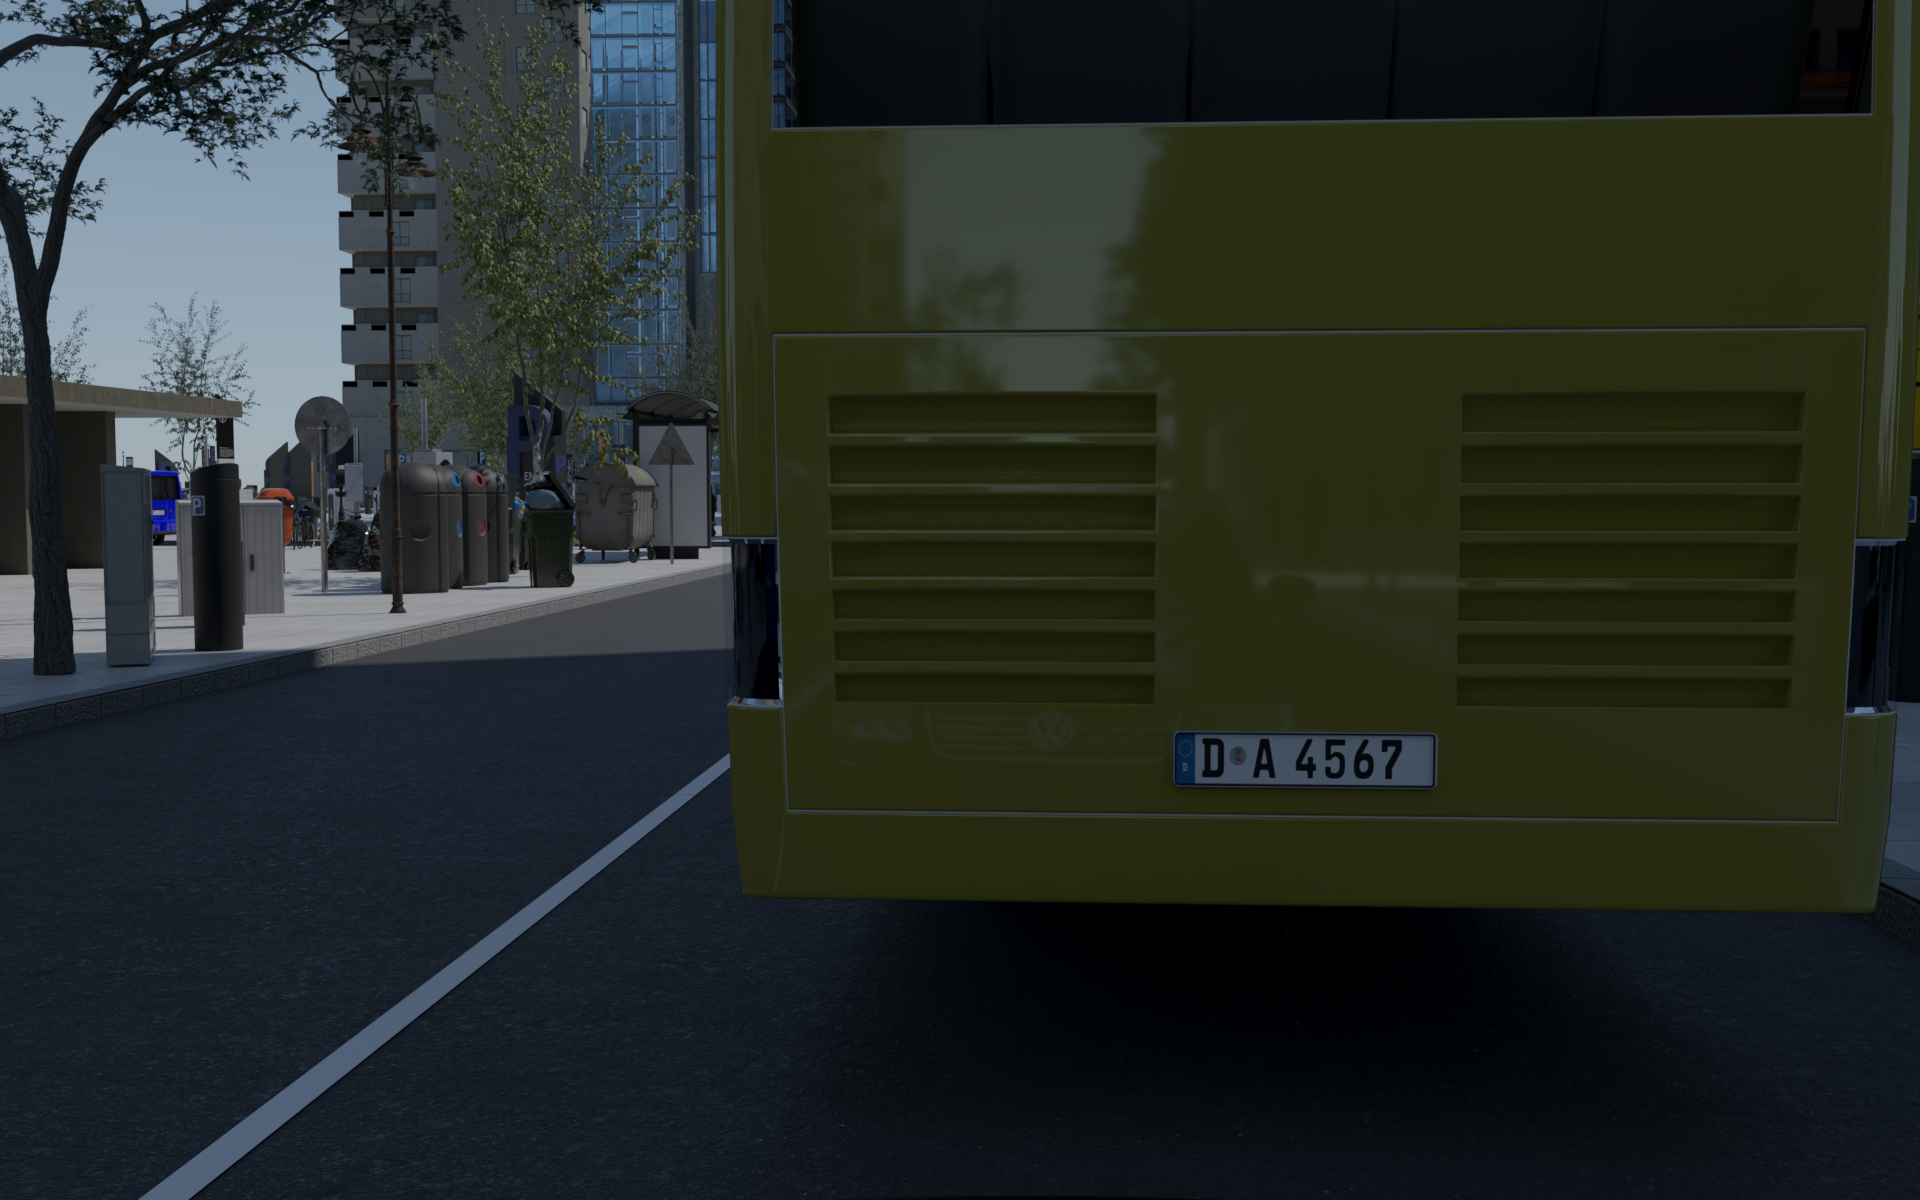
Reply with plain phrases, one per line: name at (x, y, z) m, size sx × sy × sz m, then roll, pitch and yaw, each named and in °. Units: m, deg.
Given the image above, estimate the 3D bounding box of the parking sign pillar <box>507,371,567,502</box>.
parking sign pillar at (-9.229, -3.015, 37.763) m, size 1.447 × 3.967 × 1.447 m, roll 2°, pitch 4°, yaw 25°

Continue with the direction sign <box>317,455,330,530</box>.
direction sign at (-22.204, -4.185, 60.428) m, size 0.876 × 3.537 × 0.379 m, roll 3°, pitch 5°, yaw 43°

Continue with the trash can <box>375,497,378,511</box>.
trash can at (-24.503, -3.792, 73.652) m, size 0.748 × 1.137 × 0.748 m, roll 0°, pitch 3°, yaw 0°

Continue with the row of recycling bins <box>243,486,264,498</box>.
row of recycling bins at (-38.693, -5.264, 93.176) m, size 3.534 × 1.692 × 1.069 m, roll -1°, pitch 4°, yaw -15°

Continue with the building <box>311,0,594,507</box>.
building at (-48.057, -36.060, 178.819) m, size 27.495 × 52.752 × 28.713 m, roll 0°, pitch 4°, yaw 4°

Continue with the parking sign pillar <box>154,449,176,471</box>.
parking sign pillar at (-47.911, -7.106, 104.652) m, size 1.447 × 3.967 × 1.447 m, roll 2°, pitch 4°, yaw 31°

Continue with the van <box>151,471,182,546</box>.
van at (-23.308, -2.517, 45.536) m, size 5.245 × 2.365 × 2.240 m, roll 0°, pitch 4°, yaw 3°

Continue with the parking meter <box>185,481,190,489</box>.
parking meter at (-35.048, -4.474, 78.863) m, size 0.255 × 1.863 × 0.399 m, roll 3°, pitch 5°, yaw 44°

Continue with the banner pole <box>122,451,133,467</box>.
banner pole at (-48.899, -6.834, 101.745) m, size 0.401 × 3.779 × 0.863 m, roll 2°, pitch 4°, yaw 31°

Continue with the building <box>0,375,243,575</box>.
building at (-28.456, -22.428, 21.330) m, size 28.867 × 44.769 × 22.147 m, roll 0°, pitch 4°, yaw 4°

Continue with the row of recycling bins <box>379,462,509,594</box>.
row of recycling bins at (-7.102, -1.025, 23.878) m, size 1.069 × 1.692 × 3.534 m, roll 0°, pitch 4°, yaw 2°

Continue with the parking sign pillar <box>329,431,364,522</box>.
parking sign pillar at (-26.091, -5.197, 73.440) m, size 1.447 × 3.967 × 1.447 m, roll 2°, pitch 4°, yaw 27°

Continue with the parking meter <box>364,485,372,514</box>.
parking meter at (-37.282, -6.323, 109.095) m, size 0.399 × 1.863 × 0.255 m, roll 2°, pitch 4°, yaw 32°

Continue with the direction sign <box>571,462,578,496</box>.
direction sign at (-27.514, -7.990, 122.633) m, size 0.876 × 3.537 × 0.379 m, roll -1°, pitch 4°, yaw -17°

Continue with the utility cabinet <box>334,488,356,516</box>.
utility cabinet at (-23.881, -3.592, 67.415) m, size 0.318 × 1.500 × 1.173 m, roll 1°, pitch 4°, yaw 13°

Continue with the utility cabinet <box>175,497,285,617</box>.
utility cabinet at (-7.757, -0.444, 18.423) m, size 1.020 × 1.237 × 0.306 m, roll -2°, pitch 4°, yaw -31°

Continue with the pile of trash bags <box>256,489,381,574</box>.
pile of trash bags at (-10.083, -1.183, 29.094) m, size 3.447 × 1.369 × 1.912 m, roll -3°, pitch 5°, yaw -44°

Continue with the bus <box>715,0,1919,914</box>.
bus at (1.099, -1.108, 9.670) m, size 2.896 × 3.916 × 12.252 m, roll 0°, pitch 4°, yaw 4°

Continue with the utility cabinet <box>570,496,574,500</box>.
utility cabinet at (-15.462, -3.458, 67.694) m, size 0.306 × 1.237 × 1.020 m, roll 1°, pitch 4°, yaw 14°

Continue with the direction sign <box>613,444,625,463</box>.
direction sign at (-15.540, -5.323, 79.030) m, size 0.876 × 3.537 × 0.379 m, roll 3°, pitch 5°, yaw 43°

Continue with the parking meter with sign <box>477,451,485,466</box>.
parking meter with sign at (-18.600, -4.521, 70.180) m, size 1.738 × 3.016 × 0.543 m, roll 1°, pitch 4°, yaw 10°

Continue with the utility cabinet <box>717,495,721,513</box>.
utility cabinet at (-16.096, -6.421, 116.142) m, size 0.306 × 1.237 × 1.020 m, roll -1°, pitch 4°, yaw -14°

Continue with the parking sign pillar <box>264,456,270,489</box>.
parking sign pillar at (-34.995, -6.129, 88.681) m, size 1.447 × 3.967 × 1.447 m, roll 2°, pitch 4°, yaw 24°

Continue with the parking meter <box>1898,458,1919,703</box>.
parking meter at (5.940, -0.143, 10.746) m, size 0.372 × 1.533 × 0.369 m, roll 0°, pitch 3°, yaw 0°

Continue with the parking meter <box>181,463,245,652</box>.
parking meter at (-6.110, -0.356, 14.239) m, size 0.372 × 1.533 × 0.369 m, roll 0°, pitch 3°, yaw 0°

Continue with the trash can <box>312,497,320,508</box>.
trash can at (-36.016, -5.253, 97.542) m, size 0.748 × 1.137 × 0.748 m, roll 0°, pitch 3°, yaw 0°

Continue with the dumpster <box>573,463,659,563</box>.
dumpster at (-6.521, -1.653, 32.778) m, size 1.264 × 1.857 × 1.865 m, roll 0°, pitch 4°, yaw 4°

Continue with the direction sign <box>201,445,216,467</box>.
direction sign at (-35.013, -5.429, 80.767) m, size 0.379 × 3.537 × 0.876 m, roll 1°, pitch 4°, yaw 17°

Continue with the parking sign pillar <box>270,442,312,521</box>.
parking sign pillar at (-29.342, -5.397, 76.719) m, size 1.447 × 3.967 × 1.447 m, roll 1°, pitch 4°, yaw 21°

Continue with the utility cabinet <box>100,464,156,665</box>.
utility cabinet at (-6.367, -0.283, 13.305) m, size 0.318 × 1.500 × 1.173 m, roll -1°, pitch 4°, yaw -23°

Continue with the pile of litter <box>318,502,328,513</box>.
pile of litter at (-42.596, -6.199, 115.320) m, size 1.176 × 0.858 × 1.719 m, roll 3°, pitch 5°, yaw 40°

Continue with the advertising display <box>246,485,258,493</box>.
advertising display at (-49.859, -7.143, 122.002) m, size 0.123 × 1.923 × 0.974 m, roll 1°, pitch 4°, yaw 21°
